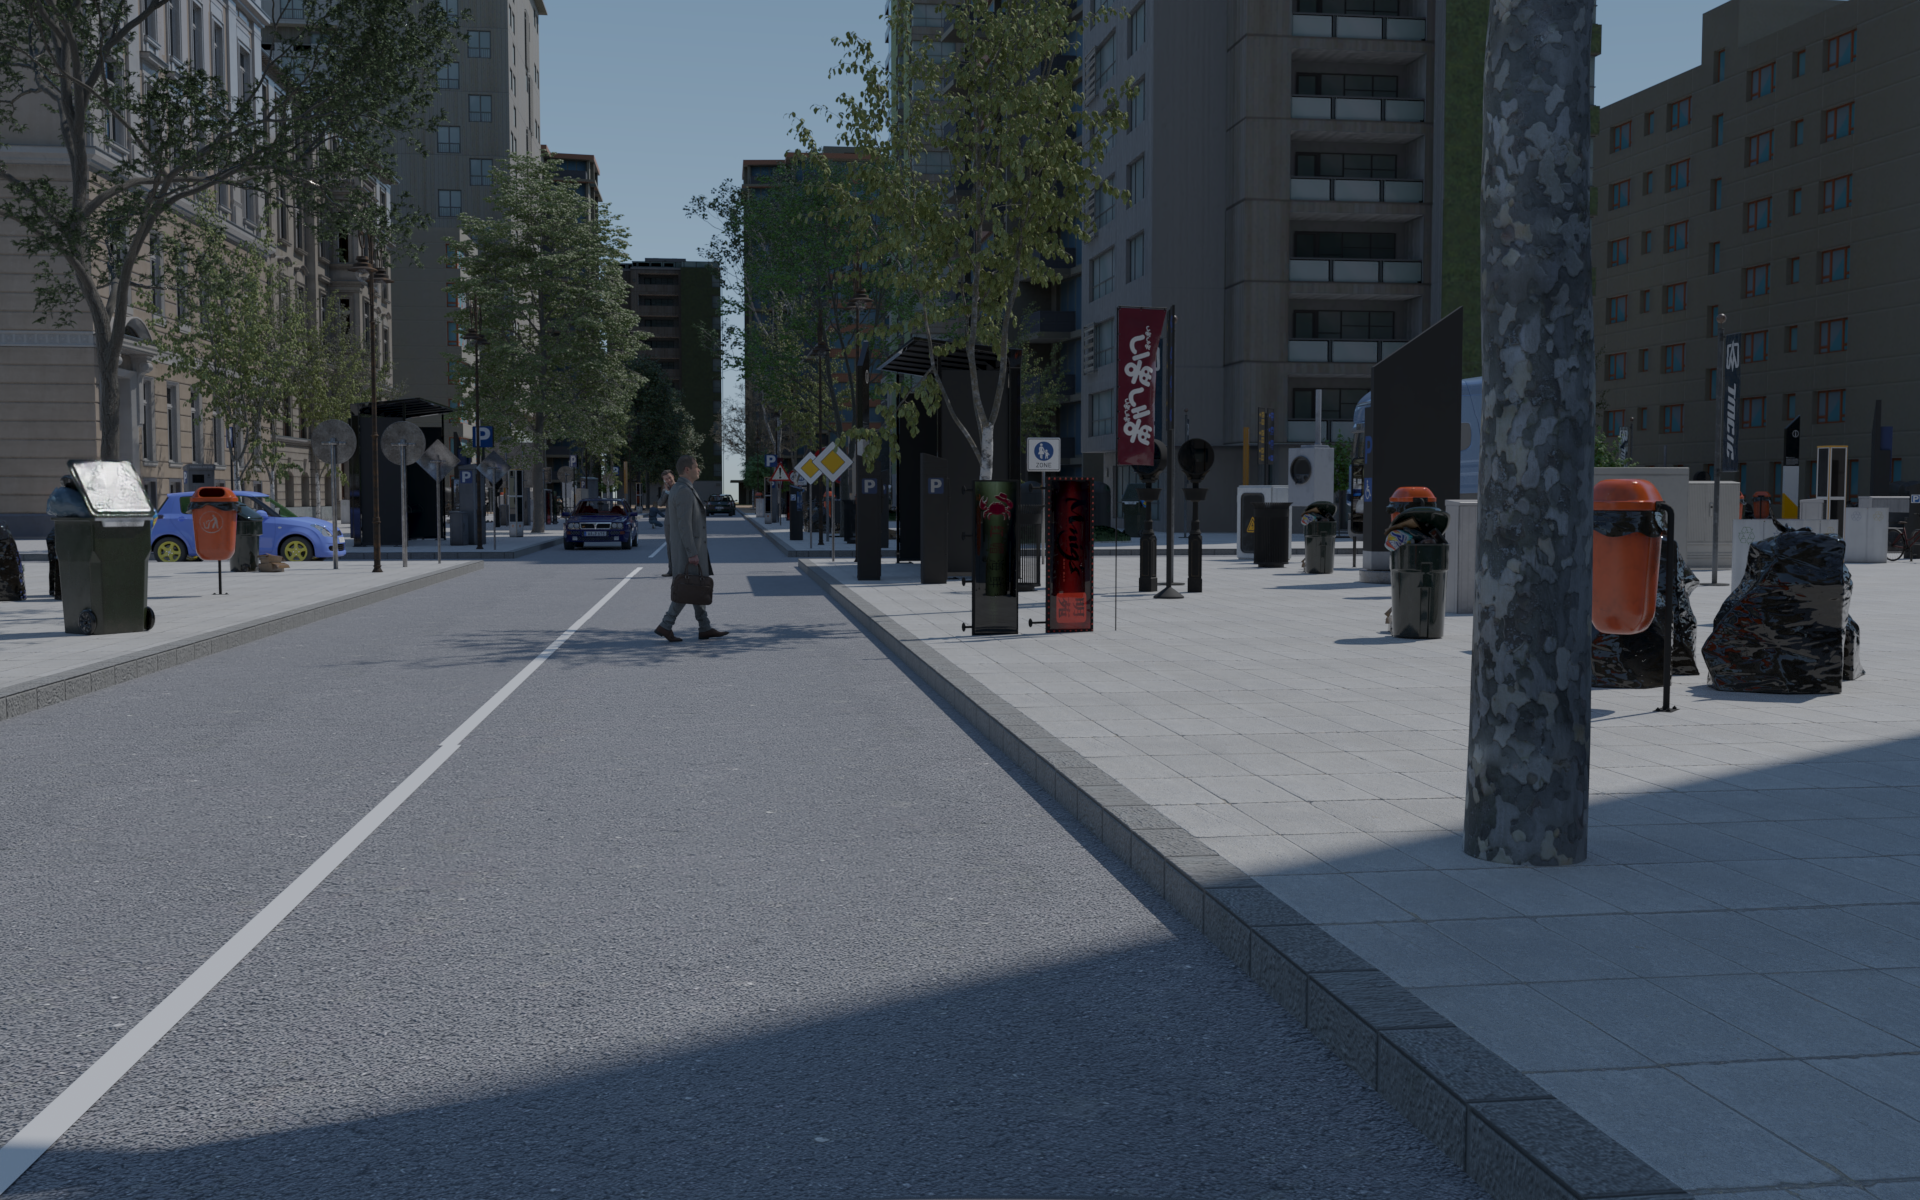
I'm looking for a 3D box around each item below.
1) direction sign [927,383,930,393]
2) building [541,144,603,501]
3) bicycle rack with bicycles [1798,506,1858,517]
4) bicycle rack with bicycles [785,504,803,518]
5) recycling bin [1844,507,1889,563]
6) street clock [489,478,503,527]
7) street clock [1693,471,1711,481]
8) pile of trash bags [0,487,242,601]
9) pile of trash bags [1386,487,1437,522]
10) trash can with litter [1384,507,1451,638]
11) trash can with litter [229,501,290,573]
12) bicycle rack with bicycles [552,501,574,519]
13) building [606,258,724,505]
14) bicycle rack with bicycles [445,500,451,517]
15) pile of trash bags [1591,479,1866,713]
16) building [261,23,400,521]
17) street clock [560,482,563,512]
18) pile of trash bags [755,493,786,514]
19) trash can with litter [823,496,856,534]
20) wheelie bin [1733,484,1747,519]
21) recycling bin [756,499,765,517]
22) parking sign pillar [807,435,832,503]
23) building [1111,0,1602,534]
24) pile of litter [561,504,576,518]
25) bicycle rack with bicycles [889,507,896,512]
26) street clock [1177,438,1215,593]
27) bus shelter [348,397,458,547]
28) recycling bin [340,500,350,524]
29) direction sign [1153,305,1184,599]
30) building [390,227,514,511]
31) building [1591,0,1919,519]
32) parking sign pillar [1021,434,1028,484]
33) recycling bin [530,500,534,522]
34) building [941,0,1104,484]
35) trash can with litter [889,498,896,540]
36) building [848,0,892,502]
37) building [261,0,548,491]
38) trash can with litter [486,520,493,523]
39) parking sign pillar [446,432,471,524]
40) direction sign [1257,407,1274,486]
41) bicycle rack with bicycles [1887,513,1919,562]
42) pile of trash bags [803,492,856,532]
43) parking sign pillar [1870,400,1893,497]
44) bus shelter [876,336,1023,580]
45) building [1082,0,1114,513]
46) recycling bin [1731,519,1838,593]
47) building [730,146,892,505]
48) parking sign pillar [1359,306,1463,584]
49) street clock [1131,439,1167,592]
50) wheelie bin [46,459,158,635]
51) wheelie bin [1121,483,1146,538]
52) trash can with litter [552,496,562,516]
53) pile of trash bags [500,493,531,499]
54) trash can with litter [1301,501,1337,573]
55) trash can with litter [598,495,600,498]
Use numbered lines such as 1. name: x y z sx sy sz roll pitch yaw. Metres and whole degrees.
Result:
1. direction sign: -0.462 -2.535 33.438 0.379 3.537 0.876 -2 4 -23
2. building: -59.152 -34.231 214.307 28.867 44.769 22.147 0 4 -8
3. bicycle rack with bicycles: 26.846 -2.463 53.657 2.852 0.926 2.925 1 4 10
4. bicycle rack with bicycles: -8.327 -4.849 92.655 2.852 0.926 2.925 2 4 30
5. recycling bin: 16.929 -1.218 32.472 0.722 1.027 0.722 1 4 17
6. street clock: -17.855 -3.799 66.689 0.358 2.002 0.471 3 5 45
7. street clock: 23.461 -3.073 54.809 0.471 2.002 0.358 0 4 0
8. pile of trash bags: -10.749 -0.719 21.504 3.447 1.369 1.912 -1 4 -14
9. pile of trash bags: 7.065 -0.751 22.038 3.447 1.369 1.912 -1 4 -12
10. trash can with litter: 4.054 -0.263 15.690 0.624 1.170 1.055 0 4 1
11. trash can with litter: -11.582 -1.052 28.584 1.055 1.170 0.624 1 4 13
12. bicycle rack with bicycles: -20.833 -4.672 89.766 2.852 0.926 2.925 -3 4 -37
13. building: -36.536 -27.113 214.992 14.107 30.474 14.160 0 4 -8
14. bicycle rack with bicycles: -28.162 -5.037 95.733 2.925 0.926 2.852 1 4 22
15. pile of trash bags: 4.828 -0.107 11.495 1.912 1.369 3.447 3 4 36
16. building: -36.042 -16.216 84.224 14.460 24.649 34.723 0 4 -8
17. street clock: -24.198 -6.170 105.455 0.358 2.002 0.471 -1 4 -12
18. pile of trash bags: -12.341 -6.216 111.380 1.912 1.369 3.447 1 4 16
19. trash can with litter: -3.577 -2.773 56.389 2.233 1.210 1.678 -2 4 -34
20. wheelie bin: 22.282 -2.571 49.937 0.693 1.594 0.980 1 4 18
21. recycling bin: -10.786 -5.082 95.649 0.722 1.027 0.722 -3 5 -42
22. parking sign pillar: -6.451 -5.574 79.612 1.447 3.967 1.447 3 5 40
23. building: 12.435 -23.032 60.167 14.086 41.232 14.154 0 4 -8
24. pile of litter: -20.610 -4.803 92.498 1.176 0.858 1.719 -3 4 -36
25. bicycle rack with bicycles: -2.419 -4.714 90.461 2.925 0.926 2.852 1 4 19
26. street clock: 3.067 -1.101 22.564 0.471 2.002 0.358 0 4 5
27. bus shelter: -14.385 -3.289 45.060 1.731 3.624 6.357 0 4 -8
28. recycling bin: -26.253 -3.800 74.684 0.722 1.027 0.722 0 4 -6
29. direction sign: 2.571 -1.788 21.232 0.379 3.537 0.876 0 4 3
30. building: -48.117 -17.129 125.104 27.650 21.520 28.899 0 4 -8
31. building: 44.257 -13.806 70.774 28.899 21.520 27.650 0 4 -8
32. parking sign pillar: 2.105 -5.051 71.048 1.447 3.967 1.447 1 4 17
33. recycling bin: -19.511 -4.140 80.236 0.722 1.027 0.722 1 4 22
34. building: 10.665 -26.864 93.850 22.147 44.769 28.867 0 4 -8
35. trash can with litter: -2.134 -2.303 49.036 1.055 1.170 0.624 3 4 38
36. building: 1.503 -52.117 164.783 22.319 86.520 31.000 0 4 -8
37. building: -53.373 -34.951 160.681 27.495 52.752 28.713 0 4 -8
38. trash can with litter: -21.547 -4.078 77.732 1.678 1.210 2.233 -1 4 -14
39. parking sign pillar: -21.706 -5.329 75.600 1.447 3.967 1.447 0 4 -2
40. direction sign: 8.023 -3.272 45.487 0.379 3.537 0.876 3 4 37
41. bicycle rack with bicycles: 18.961 -1.136 31.961 2.852 0.926 2.925 0 4 -7
42. pile of trash bags: -4.460 -3.043 59.503 1.912 1.369 3.447 0 4 -7
43. parking sign pillar: 26.641 -3.772 50.145 1.447 3.967 1.447 2 4 24
44. bus shelter: -0.263 -2.309 29.042 1.731 3.624 6.357 0 4 -8
45. building: 2.639 -27.219 128.622 14.154 41.232 14.086 0 4 -8
46. recycling bin: 8.201 -0.287 17.241 0.722 1.027 0.722 -2 4 -33
47. building: -14.925 -34.641 220.997 28.867 44.769 22.147 0 4 -8
48. parking sign pillar: 6.532 -2.235 25.019 1.447 3.967 1.447 0 4 -5
49. street clock: 2.474 -1.110 22.719 0.471 2.002 0.358 2 4 33
50. wheelie bin: -7.952 -0.495 16.007 0.693 1.594 0.980 2 4 29
51. wheelie bin: 5.208 -2.654 51.296 0.980 1.594 0.693 3 5 41
52. trash can with litter: -23.726 -5.466 100.752 1.055 1.170 0.624 -2 4 -24
53. pile of trash bags: -26.764 -5.736 103.540 1.912 1.369 3.447 -3 4 -38
54. trash can with litter: 5.754 -1.027 28.180 0.624 1.170 1.055 0 4 -1
55. trash can with litter: -21.042 -5.355 98.604 2.233 1.210 1.678 -1 4 -12
